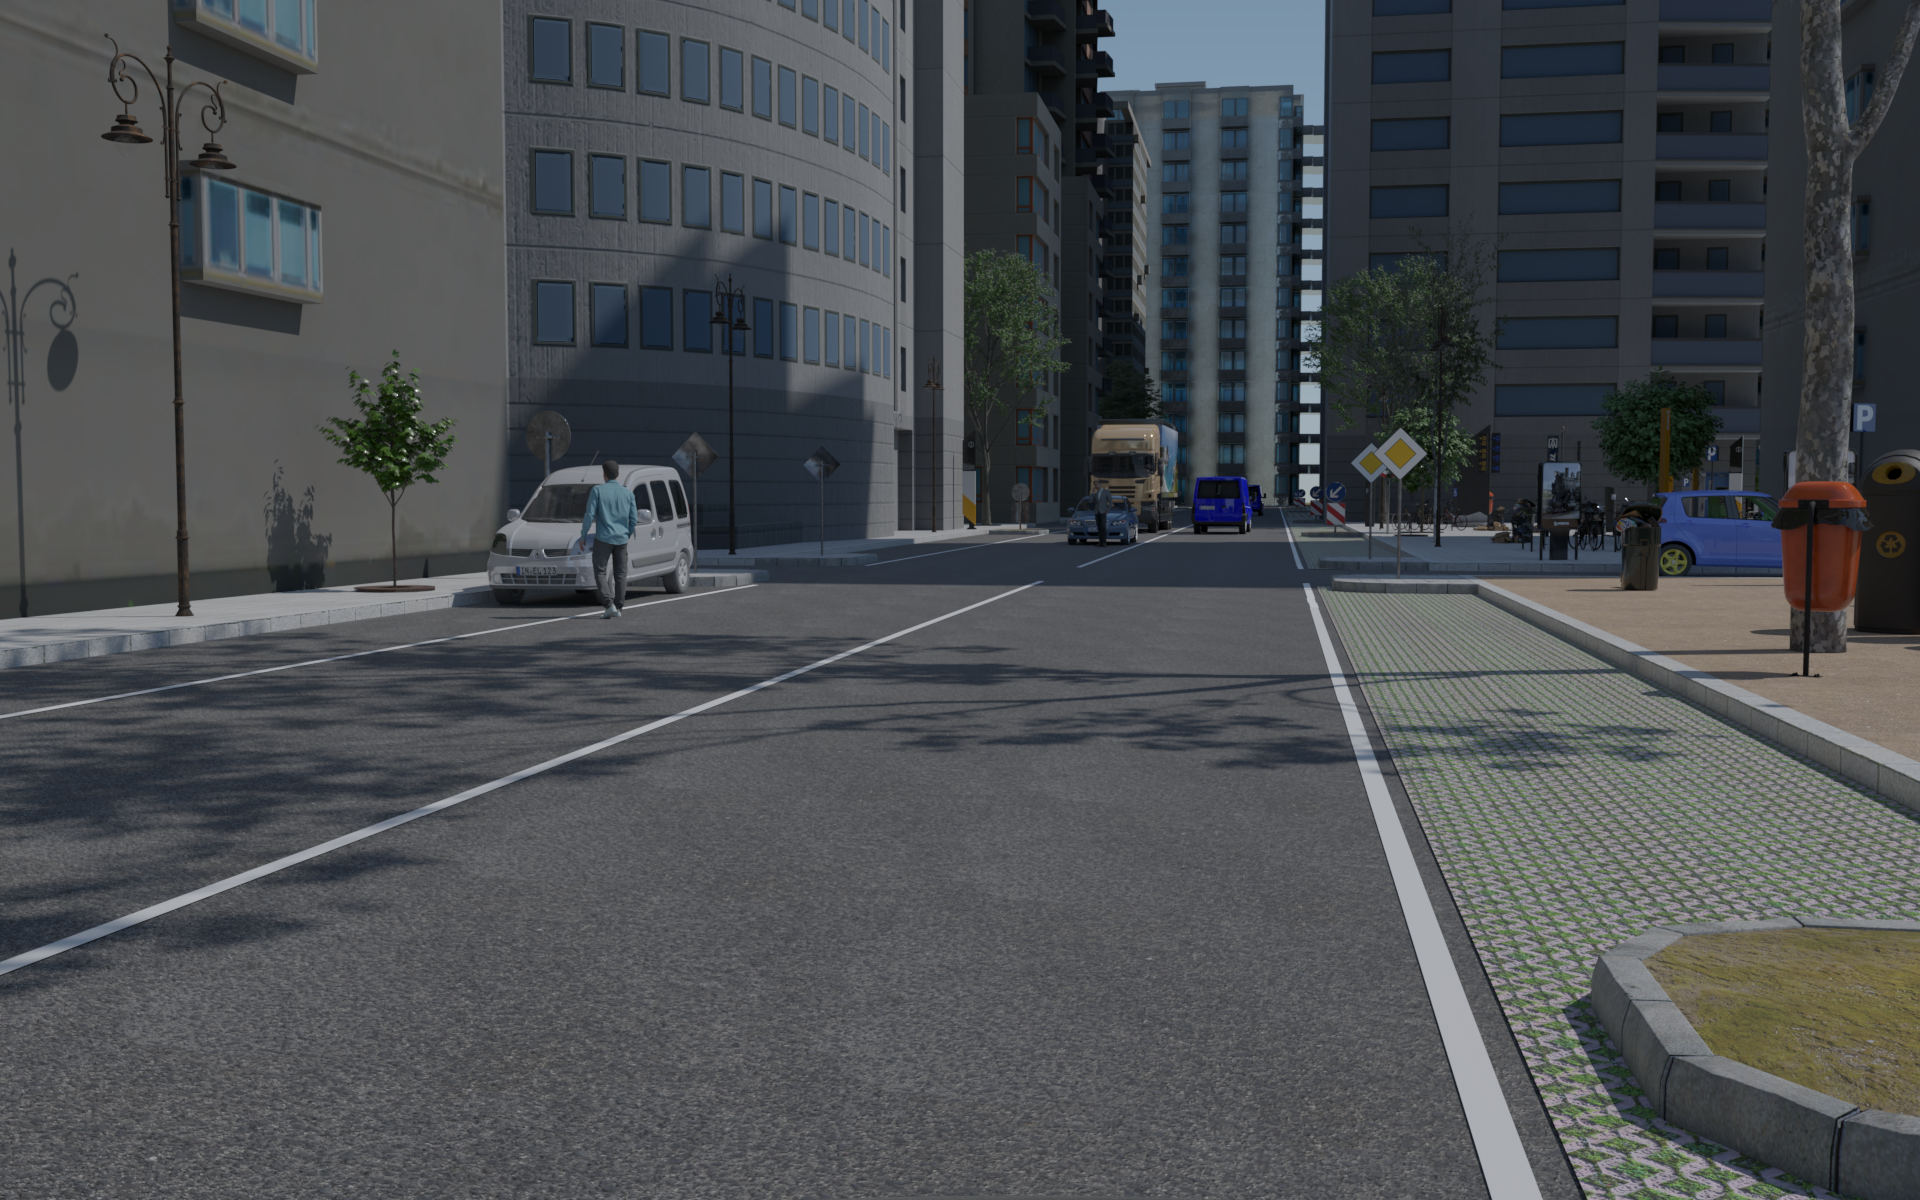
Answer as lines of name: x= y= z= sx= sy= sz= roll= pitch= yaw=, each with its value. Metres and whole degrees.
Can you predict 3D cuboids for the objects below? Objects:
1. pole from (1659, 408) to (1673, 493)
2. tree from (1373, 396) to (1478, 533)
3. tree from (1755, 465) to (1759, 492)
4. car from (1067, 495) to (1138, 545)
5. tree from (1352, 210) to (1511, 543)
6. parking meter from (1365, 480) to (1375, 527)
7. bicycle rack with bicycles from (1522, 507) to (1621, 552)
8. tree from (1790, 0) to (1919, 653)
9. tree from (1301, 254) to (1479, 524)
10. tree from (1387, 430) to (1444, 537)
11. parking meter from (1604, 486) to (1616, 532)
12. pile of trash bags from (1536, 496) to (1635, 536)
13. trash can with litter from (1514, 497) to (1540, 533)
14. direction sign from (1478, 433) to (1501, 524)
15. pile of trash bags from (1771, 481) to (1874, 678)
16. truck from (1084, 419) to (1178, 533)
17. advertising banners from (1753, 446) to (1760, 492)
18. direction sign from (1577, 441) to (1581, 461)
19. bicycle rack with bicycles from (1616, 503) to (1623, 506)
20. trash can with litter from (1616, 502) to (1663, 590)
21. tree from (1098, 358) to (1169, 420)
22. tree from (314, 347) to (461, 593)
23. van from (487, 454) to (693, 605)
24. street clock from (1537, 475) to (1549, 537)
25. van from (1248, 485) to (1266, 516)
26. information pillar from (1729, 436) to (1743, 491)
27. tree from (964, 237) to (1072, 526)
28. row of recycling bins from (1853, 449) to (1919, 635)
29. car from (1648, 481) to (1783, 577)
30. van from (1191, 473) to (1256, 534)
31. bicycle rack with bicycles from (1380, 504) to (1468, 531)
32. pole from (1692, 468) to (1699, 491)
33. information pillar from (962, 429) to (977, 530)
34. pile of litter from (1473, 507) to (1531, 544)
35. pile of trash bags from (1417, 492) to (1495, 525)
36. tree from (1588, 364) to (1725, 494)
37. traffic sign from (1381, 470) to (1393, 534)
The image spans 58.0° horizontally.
pole: x=16.726 y=-2.893 z=41.136 sx=0.158 sy=3.312 sz=0.155 roll=0 pitch=3 yaw=0
tree: x=15.356 y=-4.502 z=57.323 sx=4.285 sy=4.588 sz=4.351 roll=0 pitch=3 yaw=0
tree: x=44.740 y=-6.236 z=96.563 sx=1.663 sy=3.219 sz=1.824 roll=0 pitch=3 yaw=0
car: x=4.179 y=-2.341 z=50.283 sx=2.014 sy=1.417 sz=4.499 roll=1 pitch=4 yaw=10
tree: x=12.552 y=-5.829 z=45.671 sx=4.360 sy=8.622 sz=3.978 roll=0 pitch=3 yaw=0
parking meter: x=16.079 y=-3.806 z=67.944 sx=0.255 sy=1.863 sz=0.399 roll=-1 pitch=4 yaw=-14
bicycle rack with bicycles: x=13.918 y=-1.585 z=39.291 sx=2.852 sy=0.926 sz=2.925 roll=1 pitch=4 yaw=13
tree: x=6.036 y=-9.575 z=12.439 sx=12.611 sy=20.169 sz=13.585 roll=0 pitch=3 yaw=0
tree: x=18.393 y=-9.092 z=74.403 sx=9.928 sy=11.665 sz=9.643 roll=0 pitch=3 yaw=0
tree: x=13.862 y=-3.548 z=52.618 sx=1.663 sy=3.219 sz=1.824 roll=0 pitch=3 yaw=0
parking meter: x=21.778 y=-3.035 z=58.040 sx=0.372 sy=1.533 sz=0.369 roll=0 pitch=3 yaw=0
pile of trash bags: x=19.931 y=-2.758 z=54.841 sx=3.447 sy=1.369 sz=1.912 roll=3 pitch=5 yaw=42
trash can with litter: x=18.799 y=-2.791 z=57.023 sx=1.055 sy=1.170 sz=0.624 roll=-2 pitch=4 yaw=-28
direction sign: x=19.599 y=-4.415 z=64.178 sx=0.876 sy=3.537 sz=0.379 roll=3 pitch=5 yaw=45
pile of trash bags: x=7.155 y=-0.100 z=11.384 sx=3.447 sy=1.369 sz=1.912 roll=3 pitch=5 yaw=42
truck: x=6.780 y=-4.774 z=66.962 sx=2.839 sy=4.237 sz=11.283 roll=1 pitch=4 yaw=11
advertising banners: x=29.343 y=-4.058 z=62.541 sx=2.074 sy=3.025 sz=0.090 roll=-3 pitch=4 yaw=-37
direction sign: x=26.476 y=-5.027 z=74.182 sx=0.379 sy=3.537 sz=0.876 roll=1 pitch=4 yaw=13
bicycle rack with bicycles: x=28.000 y=-3.552 z=71.459 sx=2.852 sy=0.926 sz=2.925 roll=3 pitch=4 yaw=36
trash can with litter: x=9.085 y=-0.731 z=23.347 sx=0.624 sy=1.170 sz=1.055 roll=1 pitch=4 yaw=12
tree: x=13.899 y=-13.892 z=145.257 sx=7.486 sy=12.596 sz=7.792 roll=0 pitch=3 yaw=0
tree: x=-7.366 y=-1.729 z=22.875 sx=1.663 sy=3.219 sz=1.824 roll=0 pitch=3 yaw=0
van: x=-4.994 y=-1.021 z=23.712 sx=2.013 sy=2.044 sz=4.112 roll=1 pitch=4 yaw=9
street clock: x=17.523 y=-2.890 z=51.823 sx=0.471 sy=2.002 sz=0.358 roll=0 pitch=3 yaw=0
van: x=19.083 y=-6.738 z=114.552 sx=2.240 sy=2.365 sz=5.245 roll=1 pitch=4 yaw=11
information pillar: x=31.128 y=-4.777 z=69.462 sx=0.504 sy=3.616 sz=0.183 roll=2 pitch=4 yaw=35
tree: x=0.966 y=-8.802 z=69.665 sx=9.928 sy=11.665 sz=9.643 roll=0 pitch=3 yaw=0
row of recycling bins: x=9.198 y=-0.474 z=14.857 sx=1.069 sy=1.692 sz=3.534 roll=-1 pitch=4 yaw=-16
car: x=13.400 y=-1.224 z=29.601 sx=3.694 sy=1.707 sz=1.945 roll=1 pitch=4 yaw=11
van: x=9.648 y=-3.616 z=63.504 sx=2.240 sy=2.365 sz=5.245 roll=1 pitch=4 yaw=12
bicycle rack with bicycles: x=16.165 y=-2.933 z=61.335 sx=2.852 sy=0.926 sz=2.925 roll=-1 pitch=4 yaw=-19
pole: x=22.286 y=-3.586 z=52.472 sx=0.158 sy=3.312 sz=0.155 roll=0 pitch=3 yaw=0
information pillar: x=0.341 y=-4.358 z=62.615 sx=0.504 sy=3.616 sz=0.183 roll=1 pitch=4 yaw=11
pile of litter: x=14.444 y=-1.930 z=45.520 sx=1.719 sy=0.858 sz=1.176 roll=-3 pitch=5 yaw=-42
pile of trash bags: x=20.984 y=-3.878 z=73.153 sx=1.912 sy=1.369 sz=3.447 roll=-3 pitch=5 yaw=-42
tree: x=17.636 y=-3.688 z=44.006 sx=4.285 sy=4.588 sz=4.351 roll=0 pitch=3 yaw=0
traffic sign: x=13.622 y=-3.364 z=55.103 sx=0.768 sy=2.556 sz=0.104 roll=1 pitch=4 yaw=13
